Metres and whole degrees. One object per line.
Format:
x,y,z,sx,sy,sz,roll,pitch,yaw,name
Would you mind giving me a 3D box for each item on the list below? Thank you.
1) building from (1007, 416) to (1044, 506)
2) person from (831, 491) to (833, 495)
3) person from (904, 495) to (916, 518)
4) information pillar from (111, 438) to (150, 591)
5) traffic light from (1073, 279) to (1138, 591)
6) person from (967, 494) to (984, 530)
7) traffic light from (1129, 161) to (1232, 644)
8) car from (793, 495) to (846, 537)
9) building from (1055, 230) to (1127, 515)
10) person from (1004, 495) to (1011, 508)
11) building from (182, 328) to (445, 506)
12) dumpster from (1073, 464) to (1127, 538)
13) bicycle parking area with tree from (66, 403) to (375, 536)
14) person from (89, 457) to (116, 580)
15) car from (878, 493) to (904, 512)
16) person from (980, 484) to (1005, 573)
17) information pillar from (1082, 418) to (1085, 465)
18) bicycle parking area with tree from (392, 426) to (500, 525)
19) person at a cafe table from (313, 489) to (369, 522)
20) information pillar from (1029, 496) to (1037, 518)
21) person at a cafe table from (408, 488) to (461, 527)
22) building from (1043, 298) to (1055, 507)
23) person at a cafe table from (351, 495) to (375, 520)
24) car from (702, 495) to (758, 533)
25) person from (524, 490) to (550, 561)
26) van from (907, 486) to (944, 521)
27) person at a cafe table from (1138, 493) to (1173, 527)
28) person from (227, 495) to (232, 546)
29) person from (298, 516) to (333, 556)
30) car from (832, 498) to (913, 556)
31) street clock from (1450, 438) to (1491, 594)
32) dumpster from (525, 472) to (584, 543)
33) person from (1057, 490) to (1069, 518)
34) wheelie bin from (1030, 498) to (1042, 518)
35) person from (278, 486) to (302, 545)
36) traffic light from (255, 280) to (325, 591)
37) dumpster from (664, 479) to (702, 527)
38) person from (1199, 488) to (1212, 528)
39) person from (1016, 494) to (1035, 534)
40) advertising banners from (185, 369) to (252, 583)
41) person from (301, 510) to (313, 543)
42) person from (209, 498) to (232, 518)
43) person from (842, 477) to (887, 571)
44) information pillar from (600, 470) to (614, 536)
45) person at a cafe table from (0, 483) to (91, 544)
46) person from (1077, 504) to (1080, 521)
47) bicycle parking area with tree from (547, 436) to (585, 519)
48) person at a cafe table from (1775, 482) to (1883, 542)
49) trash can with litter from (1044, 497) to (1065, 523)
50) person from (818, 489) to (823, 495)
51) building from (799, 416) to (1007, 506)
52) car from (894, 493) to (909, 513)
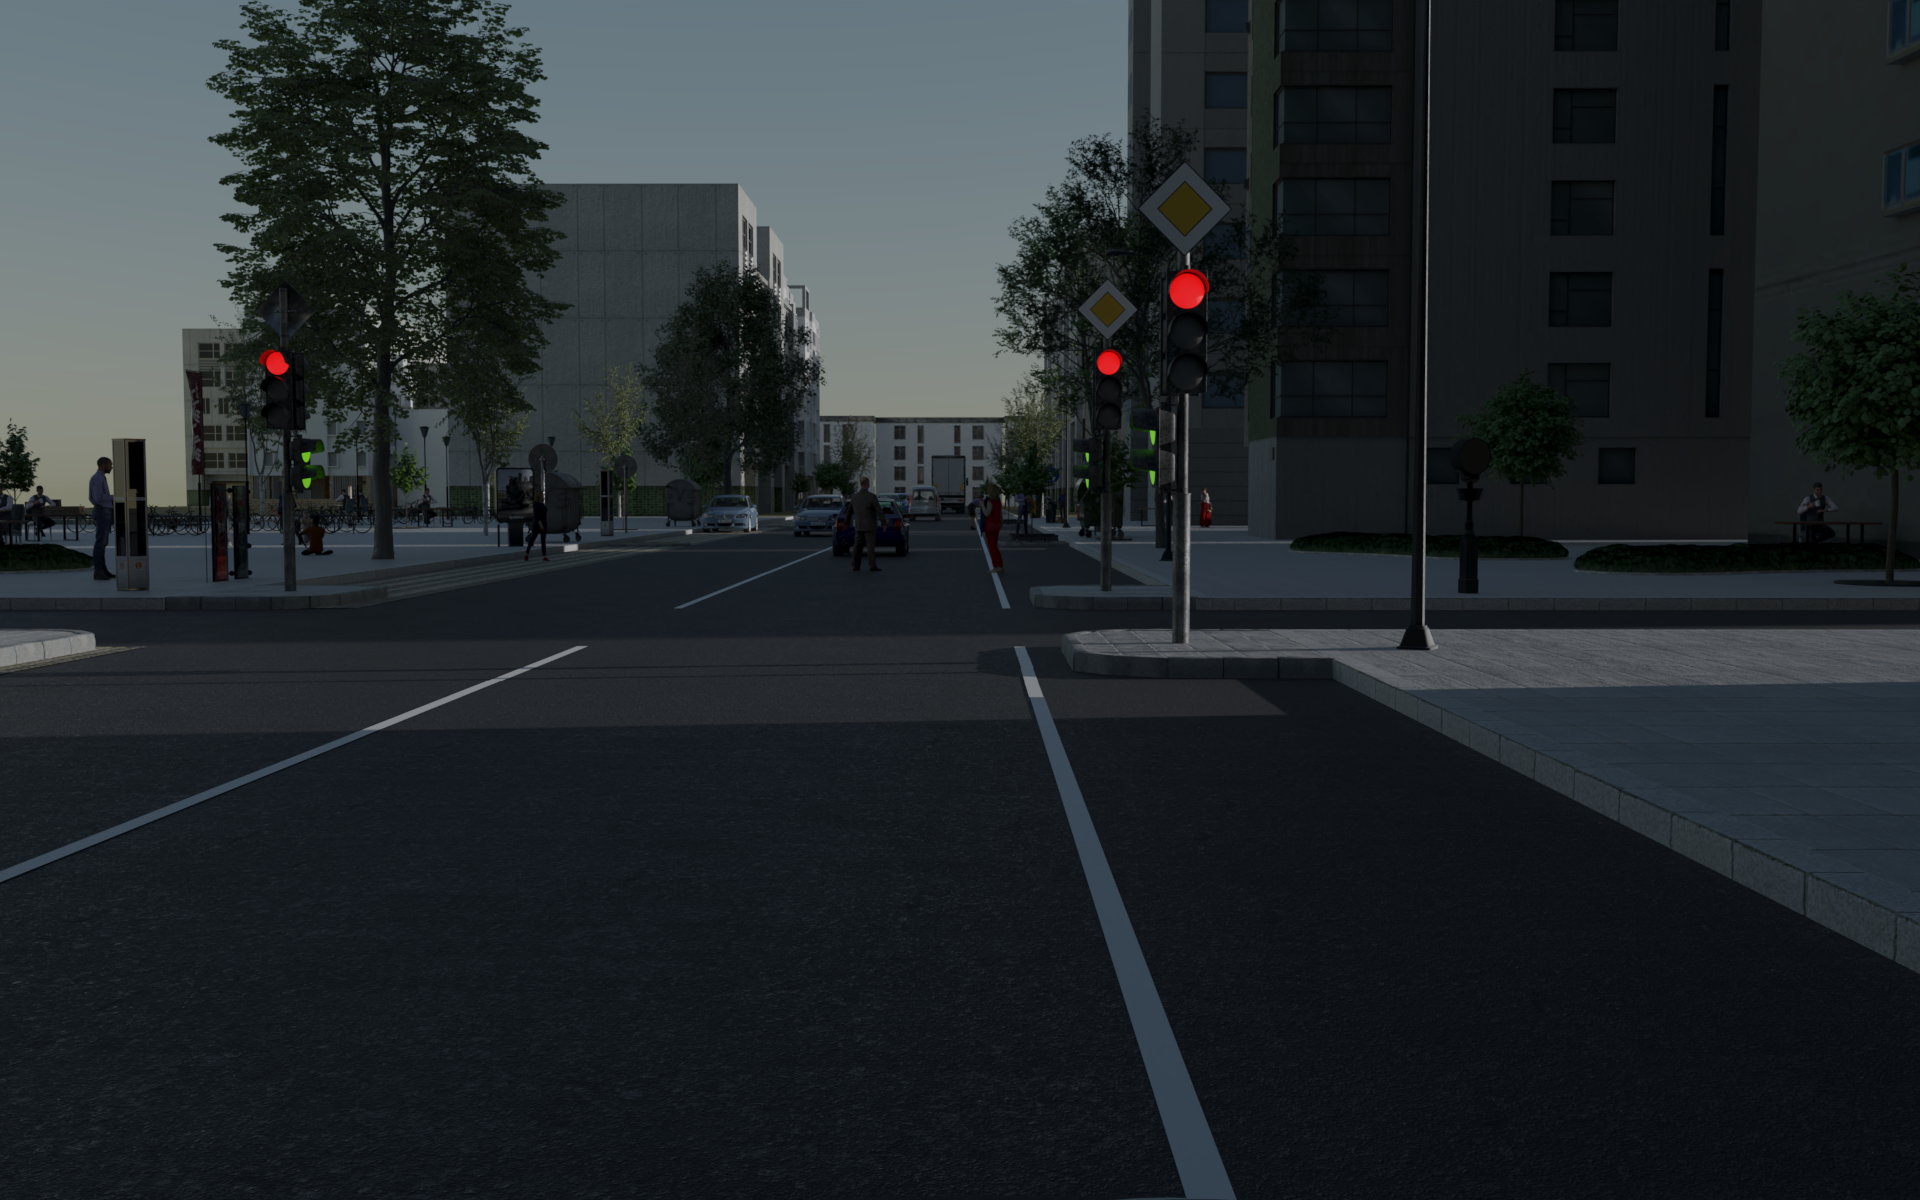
18.810,-15.146,189.787,28.070,9.664,9.099,0,4,0,building
-12.372,-9.718,165.652,0.721,1.735,1.217,0,4,2,person
-2.723,-5.662,101.791,1.217,1.735,0.721,-1,4,-21,person
-11.012,-1.132,23.003,0.304,2.012,0.304,2,4,34,information pillar
1.912,-2.071,22.790,0.839,4.253,0.868,0,4,0,traffic light
0.633,-3.534,69.506,0.697,1.427,0.421,-1,4,-16,person
1.883,-1.583,14.805,0.839,4.253,0.868,0,4,0,traffic light
-4.705,-2.931,59.927,2.014,1.417,4.499,0,4,1,car
16.177,-15.732,123.674,16.747,18.905,31.486,0,4,0,building
4.176,-9.106,154.790,0.709,1.838,0.599,1,4,9,person
-67.094,-19.993,193.348,31.486,18.905,16.747,0,4,0,building
4.158,-2.979,51.201,1.502,2.255,1.985,0,3,0,dumpster
-24.397,-4.273,56.858,9.016,4.147,8.231,-2,4,-26,bicycle parking area with tree
-12.741,-1.229,26.013,0.599,1.838,0.709,-2,4,-24,person
-4.539,-6.187,109.950,1.959,1.807,4.718,0,4,-2,car
0.585,-1.301,31.471,0.593,1.614,0.444,-2,4,-31,person
3.832,-3.823,53.865,0.183,3.616,0.504,0,4,2,information pillar
-24.546,-5.391,75.140,9.016,4.147,8.231,-3,4,-37,bicycle parking area with tree
-28.887,-4.415,80.700,1.622,1.524,1.698,2,4,34,person at a cafe table
3.808,-6.122,91.444,0.504,3.616,0.183,-2,4,-35,information pillar
-20.649,-3.615,67.619,1.698,1.524,1.622,-3,5,-44,person at a cafe table
16.596,-17.683,155.580,16.747,18.905,31.486,0,4,0,building
-29.782,-4.605,86.152,1.726,1.238,1.698,3,4,38,person at a cafe table
-8.616,-3.252,65.169,2.014,1.417,4.499,0,4,-1,car
-9.031,-1.583,36.926,0.613,1.512,0.480,0,4,3,person
-1.878,-5.257,92.962,2.013,2.044,4.112,0,4,1,van
7.915,-3.694,68.913,1.622,1.524,1.698,0,4,8,person at a cafe table
-18.357,-2.034,43.205,0.435,1.345,0.340,0,4,3,person
-13.623,-1.352,36.440,0.859,0.850,0.655,-3,4,-36,person
-2.097,-1.758,41.323,1.945,1.354,3.894,0,4,0,car
6.575,-1.087,22.351,0.471,2.002,0.358,-1,4,-17,street clock
-10.874,-2.477,46.265,1.264,1.857,1.865,0,4,0,dumpster
5.317,-5.004,90.559,0.600,1.496,0.574,-3,4,-36,person
4.059,-5.183,92.645,0.693,1.594,0.980,0,4,-4,wheelie bin
-16.959,-2.142,43.755,0.574,1.496,0.600,-2,4,-28,person
-8.849,-2.073,22.813,0.839,4.253,0.868,0,4,0,traffic light
-10.914,-3.824,68.285,1.264,1.857,1.865,0,3,0,dumpster
9.381,-3.532,66.251,0.523,1.526,0.387,-3,5,-39,person
2.142,-2.955,56.684,0.709,1.838,0.599,-3,4,-38,person
-10.869,-1.787,25.403,0.090,3.025,2.074,0,4,0,advertising banners
-17.028,-1.911,45.219,0.347,0.859,0.695,-2,4,-26,person
-17.082,-1.875,39.886,0.799,1.438,0.628,3,5,44,person
-1.766,-1.428,32.400,0.990,1.755,0.434,2,4,35,person
-10.741,-2.947,52.671,0.304,2.012,0.304,1,4,16,information pillar
-25.136,-2.391,47.612,1.622,1.524,1.698,3,4,38,person at a cafe table
5.782,-4.515,83.769,0.435,1.345,0.340,3,5,42,person
-22.980,-6.065,86.173,8.231,4.147,9.016,1,4,11,bicycle parking area with tree
17.467,-1.625,35.079,1.698,1.524,1.622,0,4,7,person at a cafe table
4.224,-3.956,76.060,1.055,1.170,0.624,2,4,33,trash can with litter
-8.750,-6.139,109.603,0.721,1.736,1.217,2,4,30,person
-9.260,-15.152,189.876,28.070,9.664,9.099,0,4,0,building
-4.601,-7.531,132.726,1.945,1.707,3.694,0,4,1,car
